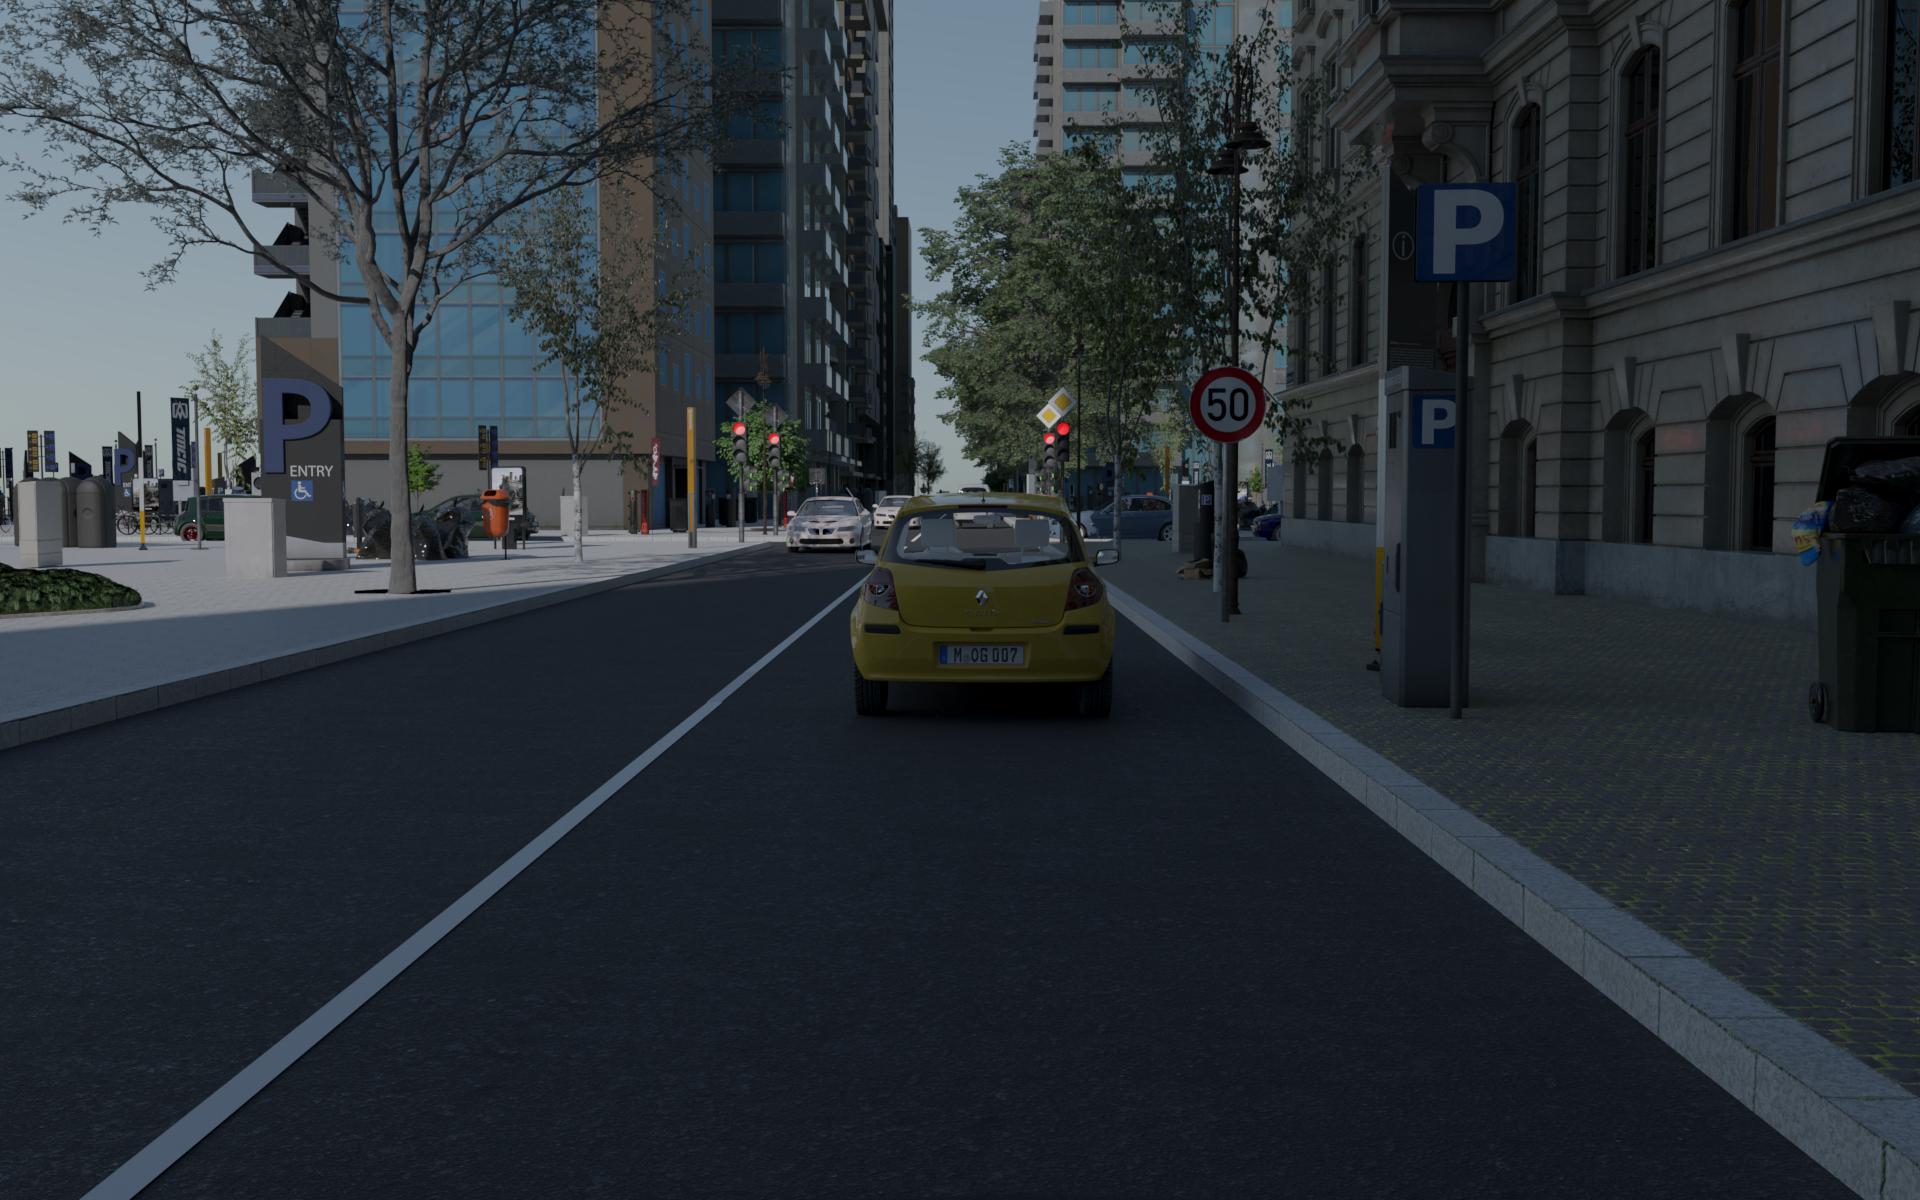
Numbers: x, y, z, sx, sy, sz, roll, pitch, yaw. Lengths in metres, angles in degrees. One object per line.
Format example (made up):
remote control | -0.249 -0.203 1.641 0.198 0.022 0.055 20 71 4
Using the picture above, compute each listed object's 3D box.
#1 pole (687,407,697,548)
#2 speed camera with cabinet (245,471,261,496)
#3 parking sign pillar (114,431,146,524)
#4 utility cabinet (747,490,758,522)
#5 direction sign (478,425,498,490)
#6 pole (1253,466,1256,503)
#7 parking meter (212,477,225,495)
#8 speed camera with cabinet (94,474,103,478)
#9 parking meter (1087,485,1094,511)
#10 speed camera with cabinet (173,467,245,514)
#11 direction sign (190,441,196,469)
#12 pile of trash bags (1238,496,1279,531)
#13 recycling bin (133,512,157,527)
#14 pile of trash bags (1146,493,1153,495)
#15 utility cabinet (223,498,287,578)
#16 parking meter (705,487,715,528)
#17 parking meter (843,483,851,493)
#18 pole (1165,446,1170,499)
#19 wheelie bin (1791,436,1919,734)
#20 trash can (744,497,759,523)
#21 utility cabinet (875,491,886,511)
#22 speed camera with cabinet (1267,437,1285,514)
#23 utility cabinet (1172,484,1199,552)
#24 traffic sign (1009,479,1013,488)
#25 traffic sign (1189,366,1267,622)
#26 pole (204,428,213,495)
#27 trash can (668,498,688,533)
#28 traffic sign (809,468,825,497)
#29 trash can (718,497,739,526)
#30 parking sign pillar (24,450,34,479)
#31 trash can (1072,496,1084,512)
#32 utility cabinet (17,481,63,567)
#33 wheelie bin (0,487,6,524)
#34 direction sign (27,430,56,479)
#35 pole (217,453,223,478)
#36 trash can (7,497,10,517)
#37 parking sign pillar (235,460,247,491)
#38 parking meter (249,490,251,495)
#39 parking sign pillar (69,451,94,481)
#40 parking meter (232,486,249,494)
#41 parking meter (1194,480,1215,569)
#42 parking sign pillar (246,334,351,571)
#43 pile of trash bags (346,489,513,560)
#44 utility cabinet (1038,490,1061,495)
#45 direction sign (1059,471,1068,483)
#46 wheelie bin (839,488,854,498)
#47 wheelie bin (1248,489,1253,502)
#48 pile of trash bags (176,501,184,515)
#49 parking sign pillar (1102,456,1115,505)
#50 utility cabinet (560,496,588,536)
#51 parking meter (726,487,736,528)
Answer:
pole | -6.320 -2.875 40.856 0.158 3.312 0.155 0 3 0
speed camera with cabinet | -29.087 -4.653 70.404 2.038 3.252 0.660 0 4 -7
parking sign pillar | -35.481 -5.234 74.041 1.447 3.967 1.447 1 4 17
utility cabinet | -9.295 -4.217 77.621 0.318 1.500 1.173 0 4 2
direction sign | -15.569 -3.990 57.227 0.379 3.537 0.876 2 4 28
pole | 21.265 -8.031 125.142 0.158 3.312 0.155 0 3 0
parking meter | -24.763 -3.188 57.831 0.255 1.863 0.399 3 5 42
speed camera with cabinet | -39.948 -5.339 81.624 0.660 3.252 2.038 0 4 7
parking meter | 8.751 -6.767 116.351 0.399 1.863 0.255 -1 4 -19
speed camera with cabinet | -25.536 -3.939 58.743 2.038 3.252 0.660 0 4 -6
direction sign | -33.106 -5.050 74.560 0.876 3.537 0.379 2 4 32
pile of trash bags | 10.399 -3.159 61.405 1.912 1.369 3.447 -3 5 -40
recycling bin | -32.095 -3.404 68.202 0.722 1.027 0.722 -3 4 -36
pile of trash bags | 13.518 -6.718 119.596 1.912 1.369 3.447 -1 4 -13
utility cabinet | -10.895 -0.956 26.795 1.020 1.237 0.306 2 4 25
parking meter | -9.550 -3.535 66.213 0.372 1.533 0.369 0 3 0
parking meter | -5.951 -5.221 91.070 0.399 1.863 0.255 1 4 22
pole | 8.855 -4.904 74.031 0.158 3.312 0.155 0 3 0
wheelie bin | 5.091 -0.094 9.442 0.980 1.594 0.693 1 4 14
trash can | -9.194 -3.931 75.931 0.748 1.137 0.748 0 3 0
utility cabinet | -5.523 -6.832 120.382 0.318 1.500 1.173 2 4 24
speed camera with cabinet | 10.586 -3.785 56.226 0.660 3.252 2.038 2 4 31
utility cabinet | 5.254 -1.789 37.933 1.173 1.500 0.318 -1 4 -21
traffic sign | 3.625 -7.075 117.803 0.606 2.300 0.079 0 4 1
traffic sign | 2.663 -1.052 17.301 0.768 2.556 0.104 0 4 3
pole | -23.100 -3.633 53.246 0.158 3.312 0.155 0 3 0
trash can | -9.327 -2.809 57.580 0.748 1.137 0.748 0 3 0
traffic sign | -5.636 -4.044 68.249 0.606 2.300 0.079 0 4 4
trash can | -9.534 -3.605 70.591 0.748 1.137 0.748 0 3 0
parking sign pillar | -57.263 -7.218 106.483 1.447 3.967 1.447 -2 4 -32
trash can | 7.062 -5.615 103.453 0.748 1.137 0.748 0 3 0
utility cabinet | -16.122 -1.325 30.350 0.318 1.500 1.173 -1 4 -9
wheelie bin | -40.146 -3.920 71.992 0.693 1.594 0.980 2 4 32
direction sign | -32.670 -4.261 61.663 0.876 3.537 0.379 -1 4 -21
pole | -36.321 -5.579 85.066 0.158 3.312 0.155 0 3 0
trash can | -53.068 -5.227 97.120 0.748 1.137 0.748 0 3 0
parking sign pillar | -47.440 -7.748 115.152 1.447 3.967 1.447 -1 4 -14
parking meter | -39.001 -5.288 94.867 0.372 1.533 0.369 0 3 0
parking sign pillar | -55.075 -7.347 108.602 1.447 3.967 1.447 3 5 45
parking meter | -23.738 -2.970 56.979 0.372 1.533 0.369 0 3 0
parking meter | 4.079 -1.245 28.772 0.372 1.533 0.369 0 3 0
parking sign pillar | -11.123 -2.498 29.315 1.447 3.967 1.447 -1 4 -11
pile of trash bags | -10.233 -1.493 34.160 3.447 1.369 1.912 2 4 26
utility cabinet | 4.536 -4.848 87.946 1.173 1.500 0.318 2 4 28
direction sign | 7.005 -7.716 118.154 0.876 3.537 0.379 2 4 35
wheelie bin | -5.736 -4.868 87.493 0.693 1.594 0.980 0 4 2
wheelie bin | 17.128 -5.885 104.125 0.980 1.594 0.693 -3 4 -38
pile of trash bags | -41.675 -4.883 89.592 3.447 1.369 1.912 1 4 10
parking sign pillar | 10.586 -8.106 121.004 1.447 3.967 1.447 2 4 33
utility cabinet | -11.789 -2.556 52.950 1.020 1.237 0.306 3 5 41
parking meter | -8.752 -3.531 66.147 0.372 1.533 0.369 0 3 0
